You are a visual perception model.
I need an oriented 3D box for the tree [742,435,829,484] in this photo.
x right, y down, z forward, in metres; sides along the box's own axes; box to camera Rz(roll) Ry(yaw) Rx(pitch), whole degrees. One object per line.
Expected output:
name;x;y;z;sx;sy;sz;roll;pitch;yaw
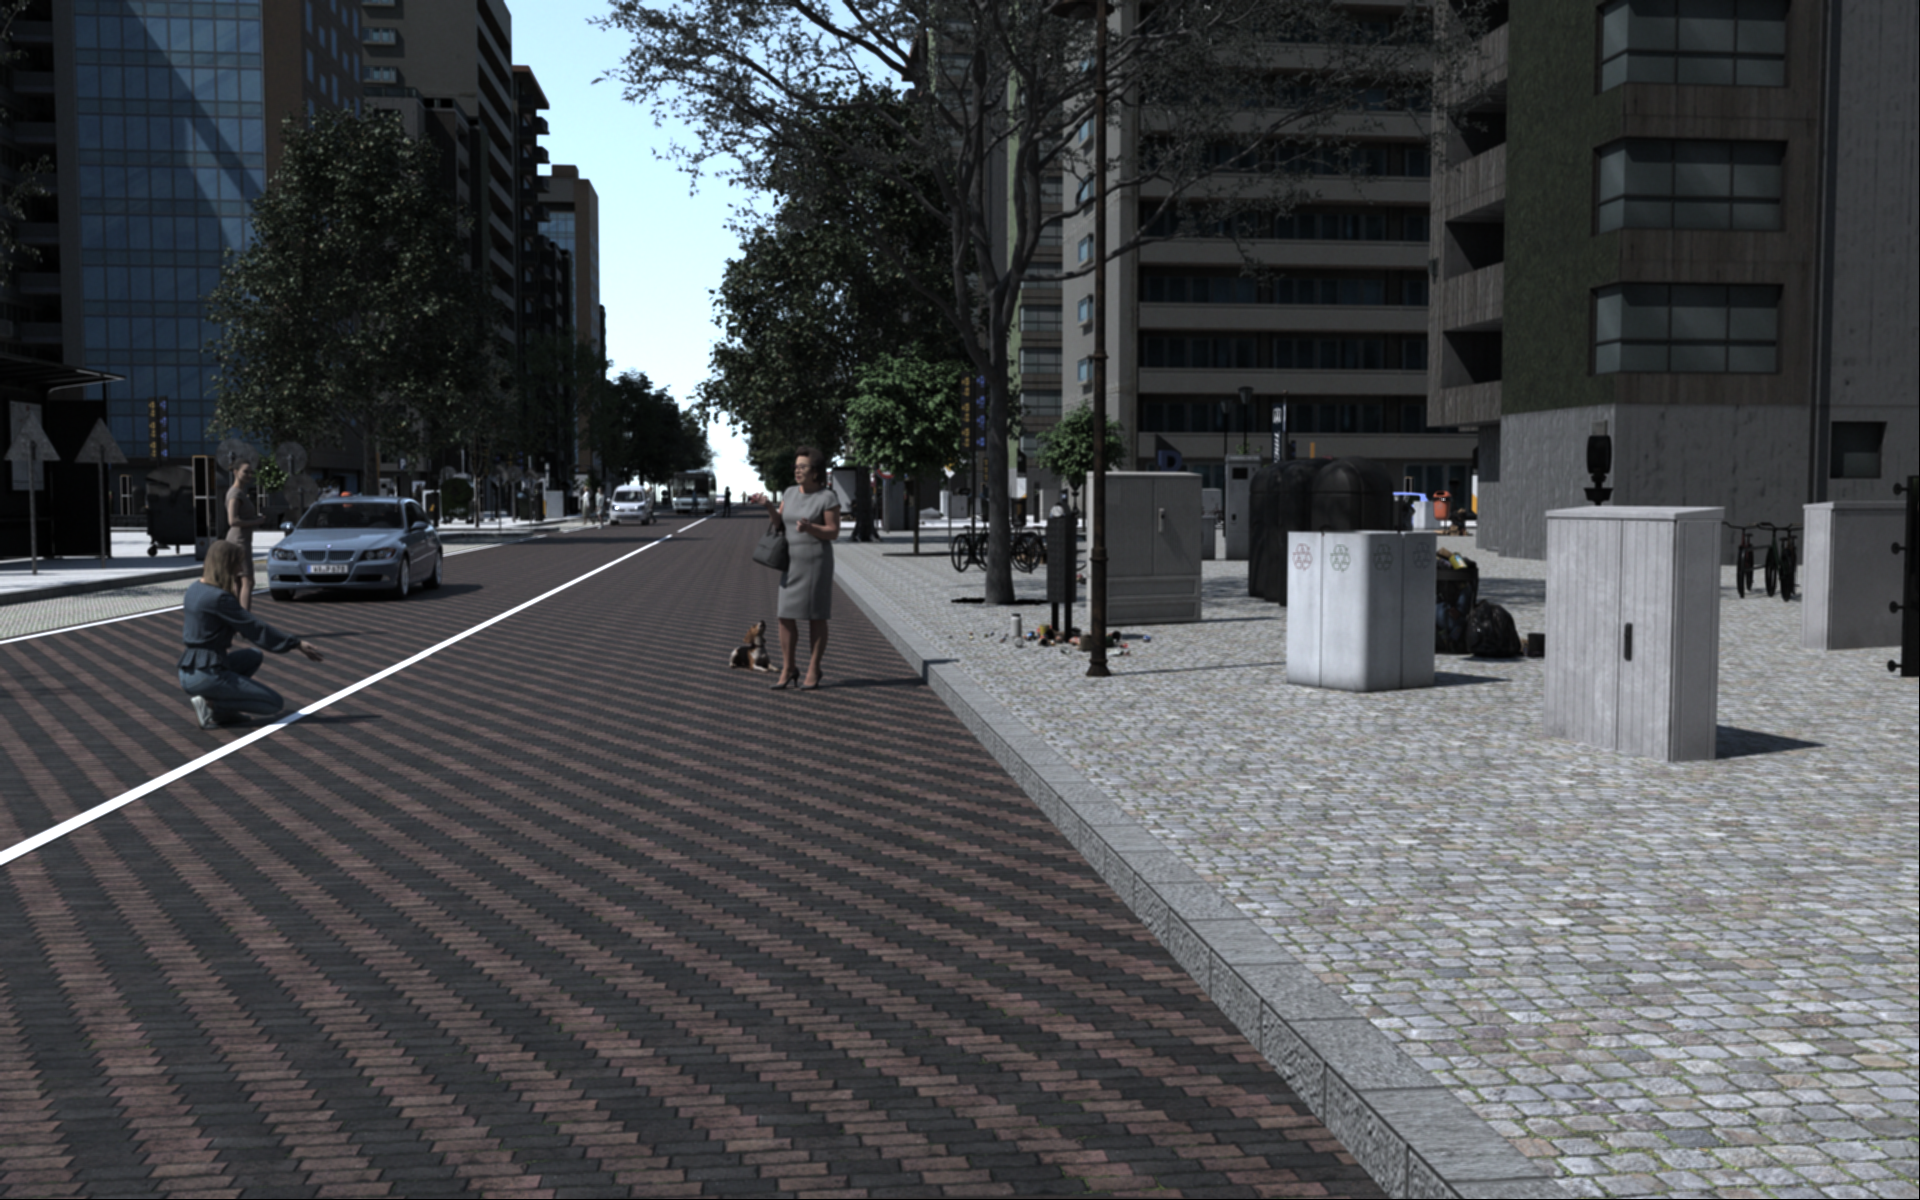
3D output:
tree;-15.788;-15.659;162.683;9.857;13.997;8.962;0;3;0

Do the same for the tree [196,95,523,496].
tree;-17.285;-8.150;50.255;9.611;12.733;9.660;0;3;0

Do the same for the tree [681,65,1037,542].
tree;-2.698;-7.925;46.585;9.611;12.733;9.660;0;3;0

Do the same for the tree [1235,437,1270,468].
tree;9.566;-3.889;58.191;1.663;3.219;1.824;0;3;0

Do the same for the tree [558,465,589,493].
tree;-25.612;-7.308;114.094;1.663;3.219;1.824;0;3;0

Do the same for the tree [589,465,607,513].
tree;-24.629;-7.443;116.296;1.663;3.219;1.824;0;3;0

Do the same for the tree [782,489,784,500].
tree;-18.908;-20.315;188.040;12.611;20.169;13.585;0;3;0

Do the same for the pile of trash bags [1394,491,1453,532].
pile of trash bags;14.284;-2.831;56.041;3.447;1.369;1.912;3;5;40

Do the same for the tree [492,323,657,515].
tree;-24.453;-11.051;106.434;9.928;11.665;9.643;0;3;0

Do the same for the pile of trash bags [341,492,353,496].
pile of trash bags;-25.099;-3.842;72.577;1.912;1.369;3.447;0;4;2

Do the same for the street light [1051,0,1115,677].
street light;0.978;-2.401;12.051;0.468;5.910;1.993;0;4;-7

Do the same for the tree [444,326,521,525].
tree;-19.731;-7.345;70.453;4.360;8.622;3.978;0;3;0

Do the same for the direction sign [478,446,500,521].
direction sign;-22.239;-5.517;82.202;0.876;3.537;0.379;-2;4;-34

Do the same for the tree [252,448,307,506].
tree;-27.108;-4.528;68.635;1.663;3.219;1.824;0;3;0

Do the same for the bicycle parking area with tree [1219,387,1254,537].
bicycle parking area with tree;7.628;-3.797;49.089;9.016;4.147;8.231;1;4;16

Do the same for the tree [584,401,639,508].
tree;-27.921;-11.477;138.011;4.737;8.622;4.395;0;3;0

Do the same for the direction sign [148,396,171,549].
direction sign;-18.609;-2.952;40.268;0.876;3.537;0.379;3;4;39

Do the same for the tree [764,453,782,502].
tree;-11.067;-7.923;113.256;4.285;4.588;4.351;0;3;0

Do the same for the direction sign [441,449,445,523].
direction sign;-22.535;-5.118;75.681;0.379;3.537;0.876;-1;4;-18

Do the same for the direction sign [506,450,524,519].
direction sign;-22.639;-5.879;88.112;0.876;3.537;0.379;-2;4;-23

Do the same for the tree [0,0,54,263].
tree;-14.171;-4.445;23.044;4.360;8.622;3.978;0;3;0

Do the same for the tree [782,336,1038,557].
tree;-0.921;-3.202;36.061;4.285;4.588;4.351;0;3;0

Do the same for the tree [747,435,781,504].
tree;-24.777;-18.684;231.236;9.928;11.665;9.643;0;3;0

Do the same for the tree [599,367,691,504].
tree;-31.691;-16.264;172.564;9.857;13.997;8.962;0;3;0

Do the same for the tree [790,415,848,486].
tree;-7.056;-8.412;87.901;4.360;8.622;3.978;0;3;0

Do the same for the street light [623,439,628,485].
street light;-27.351;-10.358;142.133;0.468;5.910;1.993;0;4;-7

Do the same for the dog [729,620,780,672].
dog;-1.652;0.363;14.263;0.550;0.427;0.748;1;4;12

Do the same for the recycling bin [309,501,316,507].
recycling bin;-33.051;-4.596;87.697;0.722;1.027;0.722;-3;5;-41

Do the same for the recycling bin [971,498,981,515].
recycling bin;0.803;-5.614;104.349;0.722;1.027;0.722;3;4;38

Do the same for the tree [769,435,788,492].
tree;-21.324;-15.641;206.084;4.737;8.622;4.395;0;3;0

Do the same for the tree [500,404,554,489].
tree;-32.587;-10.958;129.526;4.737;8.622;4.395;0;3;0

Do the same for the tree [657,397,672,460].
tree;-30.073;-14.084;156.029;9.928;11.665;9.643;0;3;0

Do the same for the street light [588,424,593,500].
street light;-23.992;-8.561;112.760;0.468;5.910;1.993;0;4;-7

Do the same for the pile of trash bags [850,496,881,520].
pile of trash bags;-4.594;-4.727;87.032;1.912;1.369;3.447;-1;4;-19

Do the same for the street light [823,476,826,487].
street light;-4.600;-5.259;58.773;0.468;5.910;1.993;0;4;-7

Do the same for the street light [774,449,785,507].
street light;-17.777;-12.106;170.728;0.468;5.910;1.993;0;4;-7

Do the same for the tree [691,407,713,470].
tree;-36.383;-18.958;216.621;9.857;13.997;8.962;0;3;0

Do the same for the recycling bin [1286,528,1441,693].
recycling bin;2.684;0.058;11.602;0.722;1.027;0.722;-2;4;-33

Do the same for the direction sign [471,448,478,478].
direction sign;-23.519;-5.673;84.758;0.379;3.537;0.876;3;5;44

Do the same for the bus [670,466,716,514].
bus;-19.718;-8.202;128.965;2.948;3.499;13.247;0;4;-6

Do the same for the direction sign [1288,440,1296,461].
direction sign;13.855;-4.948;72.891;0.379;3.537;0.876;3;5;44

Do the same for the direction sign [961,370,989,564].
direction sign;0.247;-2.433;31.769;0.379;3.537;0.876;-2;4;-30

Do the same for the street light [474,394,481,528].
street light;-18.478;-5.708;66.112;0.468;5.910;1.993;0;4;-7

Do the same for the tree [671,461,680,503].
tree;-38.372;-17.254;232.463;4.360;8.622;3.978;0;3;0

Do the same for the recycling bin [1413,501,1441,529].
recycling bin;16.697;-3.020;61.926;0.722;1.027;0.722;-1;4;-19

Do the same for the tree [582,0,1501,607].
tree;0.387;-6.693;19.801;12.009;13.543;11.850;0;3;0

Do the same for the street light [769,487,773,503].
street light;-27.488;-17.175;253.592;0.468;5.910;1.993;0;4;-7

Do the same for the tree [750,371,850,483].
tree;-11.229;-12.453;121.726;7.486;12.596;7.792;0;3;0

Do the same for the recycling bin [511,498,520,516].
recycling bin;-26.250;-5.530;102.972;0.722;1.027;0.722;2;4;25

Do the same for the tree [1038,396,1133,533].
tree;4.263;-4.561;58.286;4.285;4.588;4.351;0;3;0
